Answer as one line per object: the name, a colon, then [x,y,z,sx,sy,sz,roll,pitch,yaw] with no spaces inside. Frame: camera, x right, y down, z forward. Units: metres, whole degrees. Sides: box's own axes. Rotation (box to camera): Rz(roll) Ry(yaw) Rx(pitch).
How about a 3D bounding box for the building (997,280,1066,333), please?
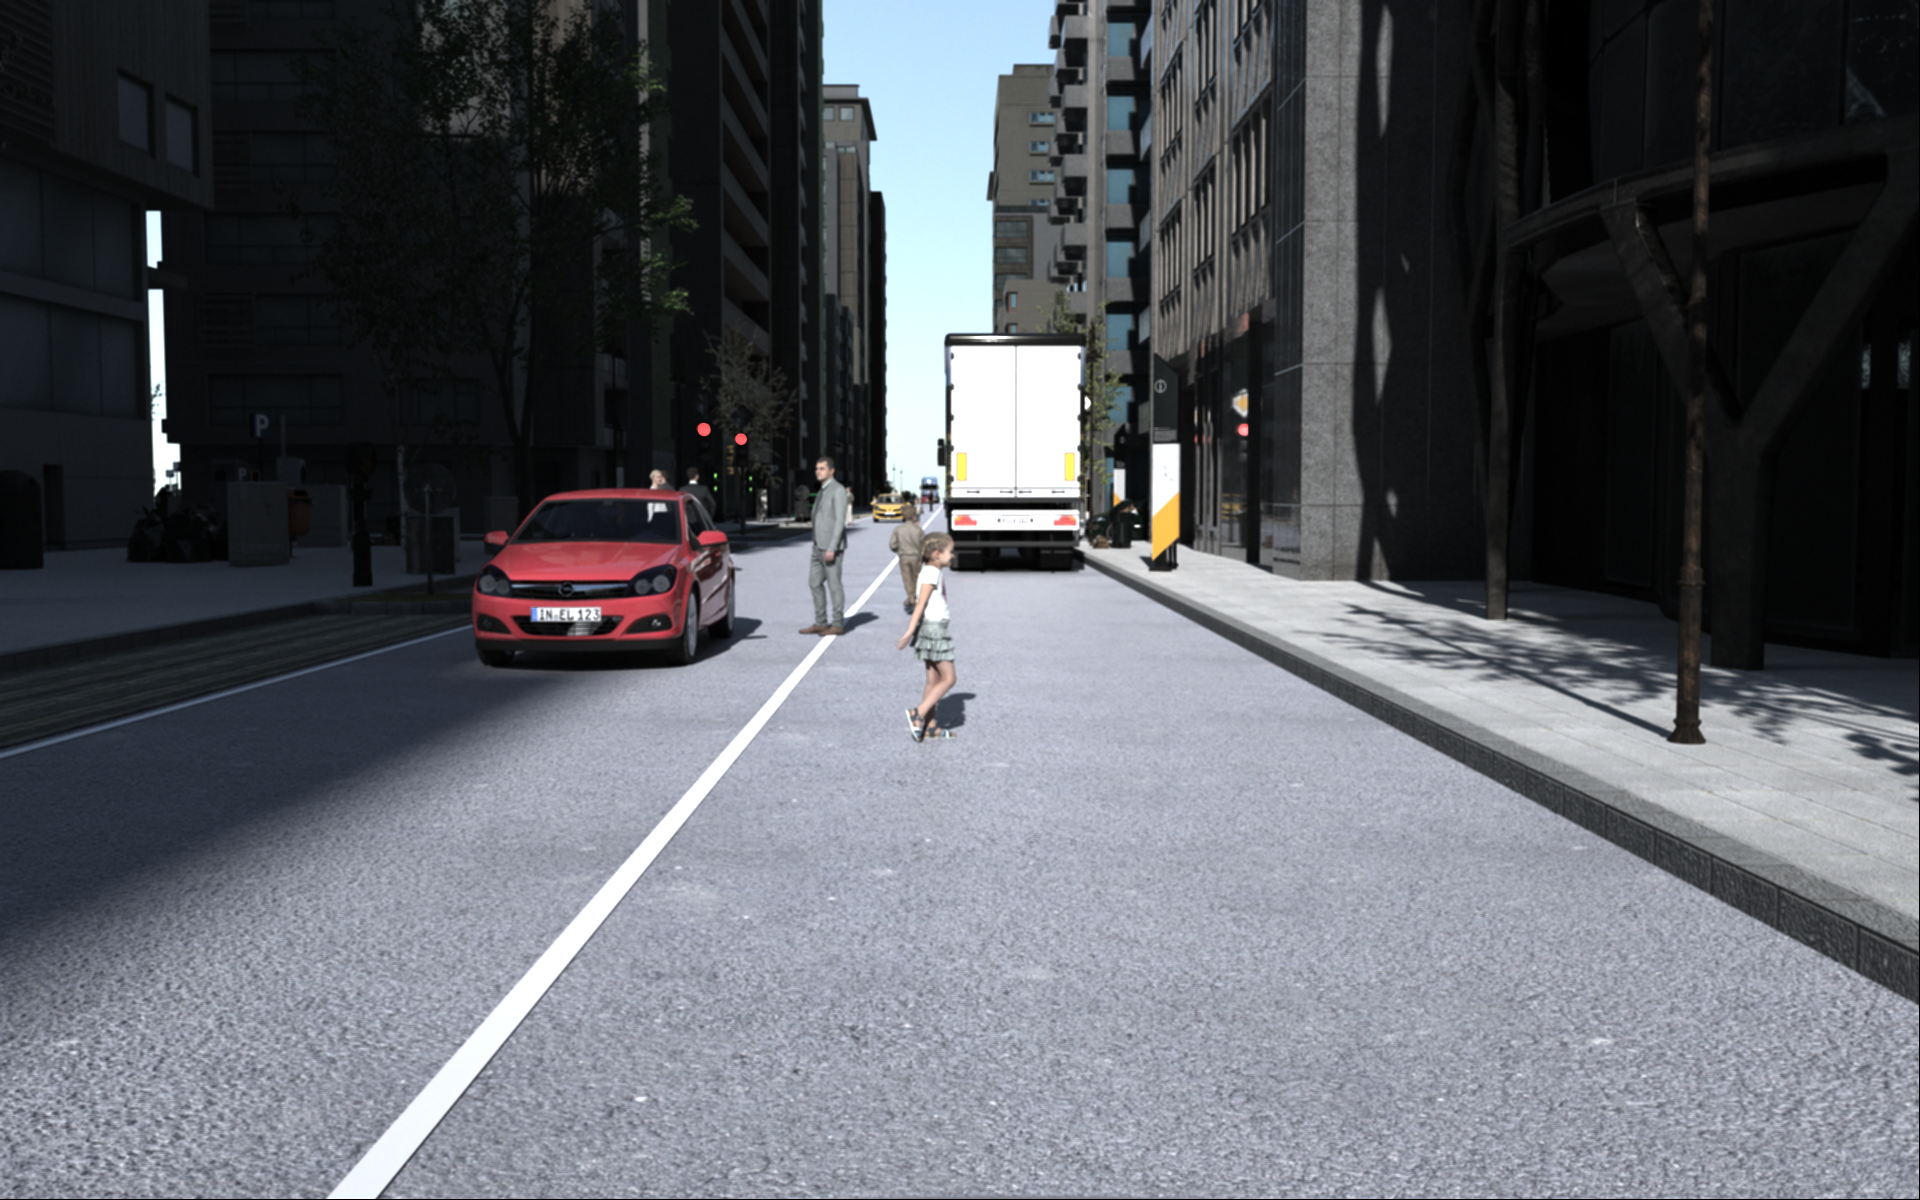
building: [17.491,-18.909,154.203,27.650,21.520,28.899,0,4,0]

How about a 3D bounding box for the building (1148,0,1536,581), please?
building: [10.978,-13.254,34.728,12.078,24.808,19.932,0,4,0]

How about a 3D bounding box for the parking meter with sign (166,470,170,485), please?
parking meter with sign: [-56.143,-7.793,123.676,0.543,3.016,1.738,-3,5,-39]

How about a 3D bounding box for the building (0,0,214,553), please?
building: [-32.333,-26.997,30.642,27.495,52.752,28.713,0,4,0]

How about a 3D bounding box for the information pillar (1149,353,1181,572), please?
information pillar: [3.402,-2.281,28.649,0.504,3.616,0.183,3,4,36]

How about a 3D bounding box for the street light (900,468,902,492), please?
street light: [-9.745,-19.251,287.538,0.468,5.910,1.993,0,4,0]

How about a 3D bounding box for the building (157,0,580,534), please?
building: [-18.247,-23.050,60.463,14.154,41.232,14.086,0,4,0]

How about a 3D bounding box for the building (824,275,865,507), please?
building: [-24.178,-20.120,173.996,27.650,21.520,28.899,0,4,0]

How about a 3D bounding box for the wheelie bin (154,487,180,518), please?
wheelie bin: [-34.902,-4.166,76.030,0.693,1.594,0.980,0,4,-7]

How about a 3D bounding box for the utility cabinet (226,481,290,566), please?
utility cabinet: [-12.496,-1.358,30.878,0.318,1.500,1.173,1,4,21]

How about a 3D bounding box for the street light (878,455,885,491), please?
street light: [-9.530,-14.792,214.637,0.468,5.910,1.993,0,4,0]

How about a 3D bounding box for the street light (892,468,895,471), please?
street light: [-9.558,-17.013,250.949,0.468,5.910,1.993,0,4,0]

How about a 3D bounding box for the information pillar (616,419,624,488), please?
information pillar: [-10.496,-3.786,53.257,0.183,3.616,0.504,1,4,15]

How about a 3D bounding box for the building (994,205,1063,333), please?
building: [10.395,-24.689,175.363,14.160,30.474,14.107,0,4,0]

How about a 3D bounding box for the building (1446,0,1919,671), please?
building: [13.487,-9.100,16.245,16.820,18.784,16.811,0,4,0]

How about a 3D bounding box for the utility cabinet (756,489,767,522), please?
utility cabinet: [-9.006,-4.286,78.752,0.318,1.500,1.173,-1,4,-16]

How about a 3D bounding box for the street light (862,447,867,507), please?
street light: [-9.273,-11.879,167.017,0.468,5.910,1.993,0,4,0]

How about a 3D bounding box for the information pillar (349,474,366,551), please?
information pillar: [-13.502,-2.099,38.815,0.304,2.012,0.304,-2,4,-30]

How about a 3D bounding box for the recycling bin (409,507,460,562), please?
recycling bin: [-9.892,-1.222,32.530,0.722,1.027,0.722,3,5,40]

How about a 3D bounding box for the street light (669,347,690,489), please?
street light: [-8.829,-5.002,54.570,0.468,5.910,1.993,0,4,0]

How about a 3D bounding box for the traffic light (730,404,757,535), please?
traffic light: [-6.753,-3.975,53.914,0.839,4.253,0.868,0,4,0]

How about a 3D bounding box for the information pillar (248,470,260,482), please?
information pillar: [-22.029,-3.031,54.056,0.304,2.012,0.304,-3,5,-45]

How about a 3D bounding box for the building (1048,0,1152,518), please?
building: [16.410,-29.150,96.212,23.786,49.044,30.456,0,4,0]

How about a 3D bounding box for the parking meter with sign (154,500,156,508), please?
parking meter with sign: [-53.532,-7.183,113.695,0.543,3.016,1.738,1,4,19]

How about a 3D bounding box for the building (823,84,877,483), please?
building: [-25.666,-39.037,227.492,28.713,52.752,27.495,0,4,0]

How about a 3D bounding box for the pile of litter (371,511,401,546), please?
pile of litter: [-14.292,-1.785,43.144,1.176,0.858,1.719,-2,4,-30]

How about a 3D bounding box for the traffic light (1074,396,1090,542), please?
traffic light: [3.092,-3.490,45.986,0.839,4.253,0.868,0,4,0]

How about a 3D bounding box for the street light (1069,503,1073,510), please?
street light: [3.566,-5.063,55.569,0.468,5.910,1.993,0,4,0]

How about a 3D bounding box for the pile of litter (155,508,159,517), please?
pile of litter: [-29.506,-3.054,63.899,1.176,0.858,1.719,1,4,17]

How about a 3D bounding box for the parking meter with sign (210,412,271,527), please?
parking meter with sign: [-15.802,-2.523,37.505,1.738,3.016,0.543,1,4,18]

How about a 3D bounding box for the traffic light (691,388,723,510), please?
traffic light: [-6.719,-3.487,45.929,0.839,4.253,0.868,0,4,0]

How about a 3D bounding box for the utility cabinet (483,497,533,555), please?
utility cabinet: [-9.663,-1.586,37.095,1.020,1.237,0.306,-3,5,-44]

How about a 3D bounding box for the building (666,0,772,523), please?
building: [-21.223,-28.276,86.022,21.300,48.544,21.600,0,4,0]

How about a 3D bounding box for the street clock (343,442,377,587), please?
street clock: [-8.301,-1.189,24.016,0.358,2.002,0.471,1,4,13]

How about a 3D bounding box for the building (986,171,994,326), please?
building: [18.781,-41.879,273.961,28.713,52.752,27.495,0,4,0]

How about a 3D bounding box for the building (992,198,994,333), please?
building: [15.822,-38.211,244.352,23.786,49.044,30.456,0,4,0]

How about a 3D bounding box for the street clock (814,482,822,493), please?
street clock: [-8.674,-6.186,105.705,0.471,2.002,0.358,-2,4,-30]

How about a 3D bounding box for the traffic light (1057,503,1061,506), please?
traffic light: [3.058,-3.979,53.971,0.839,4.253,0.868,0,4,0]

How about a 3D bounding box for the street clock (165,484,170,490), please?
street clock: [-58.055,-7.486,126.965,0.358,2.002,0.471,0,4,6]

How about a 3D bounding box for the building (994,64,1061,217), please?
building: [14.638,-34.798,192.650,21.300,48.544,21.600,0,4,0]

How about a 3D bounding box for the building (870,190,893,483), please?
building: [-22.794,-39.858,271.281,23.786,49.044,30.456,0,4,0]

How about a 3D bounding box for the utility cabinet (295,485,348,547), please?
utility cabinet: [-15.393,-2.024,41.766,1.173,1.500,0.318,1,4,10]

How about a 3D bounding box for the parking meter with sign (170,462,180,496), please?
parking meter with sign: [-41.713,-5.977,93.985,0.543,3.016,1.738,2,4,33]

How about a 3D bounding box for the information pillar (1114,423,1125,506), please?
information pillar: [5.283,-4.031,57.265,0.504,3.616,0.183,-3,5,-43]

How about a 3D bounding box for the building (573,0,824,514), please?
building: [-16.397,-26.288,113.399,14.154,41.232,14.086,0,4,0]

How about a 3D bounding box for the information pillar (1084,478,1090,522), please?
information pillar: [5.944,-4.640,80.358,0.304,2.012,0.304,-1,4,-11]

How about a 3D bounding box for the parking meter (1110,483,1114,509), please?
parking meter: [7.087,-4.504,79.357,0.399,1.863,0.255,-1,4,-18]

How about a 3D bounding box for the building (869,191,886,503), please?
building: [-17.847,-36.637,249.129,14.600,45.320,14.200,0,4,0]

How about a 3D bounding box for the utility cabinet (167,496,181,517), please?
utility cabinet: [-33.519,-3.876,74.535,1.020,1.237,0.306,-1,4,-10]

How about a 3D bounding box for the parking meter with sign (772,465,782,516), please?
parking meter with sign: [-10.795,-6.469,102.030,0.543,3.016,1.738,-1,4,-14]

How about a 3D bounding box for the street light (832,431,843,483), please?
street light: [-9.123,-9.659,130.705,0.468,5.910,1.993,0,4,0]

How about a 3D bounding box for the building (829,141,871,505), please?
building: [-17.505,-31.271,194.875,14.154,41.232,14.086,0,4,0]
